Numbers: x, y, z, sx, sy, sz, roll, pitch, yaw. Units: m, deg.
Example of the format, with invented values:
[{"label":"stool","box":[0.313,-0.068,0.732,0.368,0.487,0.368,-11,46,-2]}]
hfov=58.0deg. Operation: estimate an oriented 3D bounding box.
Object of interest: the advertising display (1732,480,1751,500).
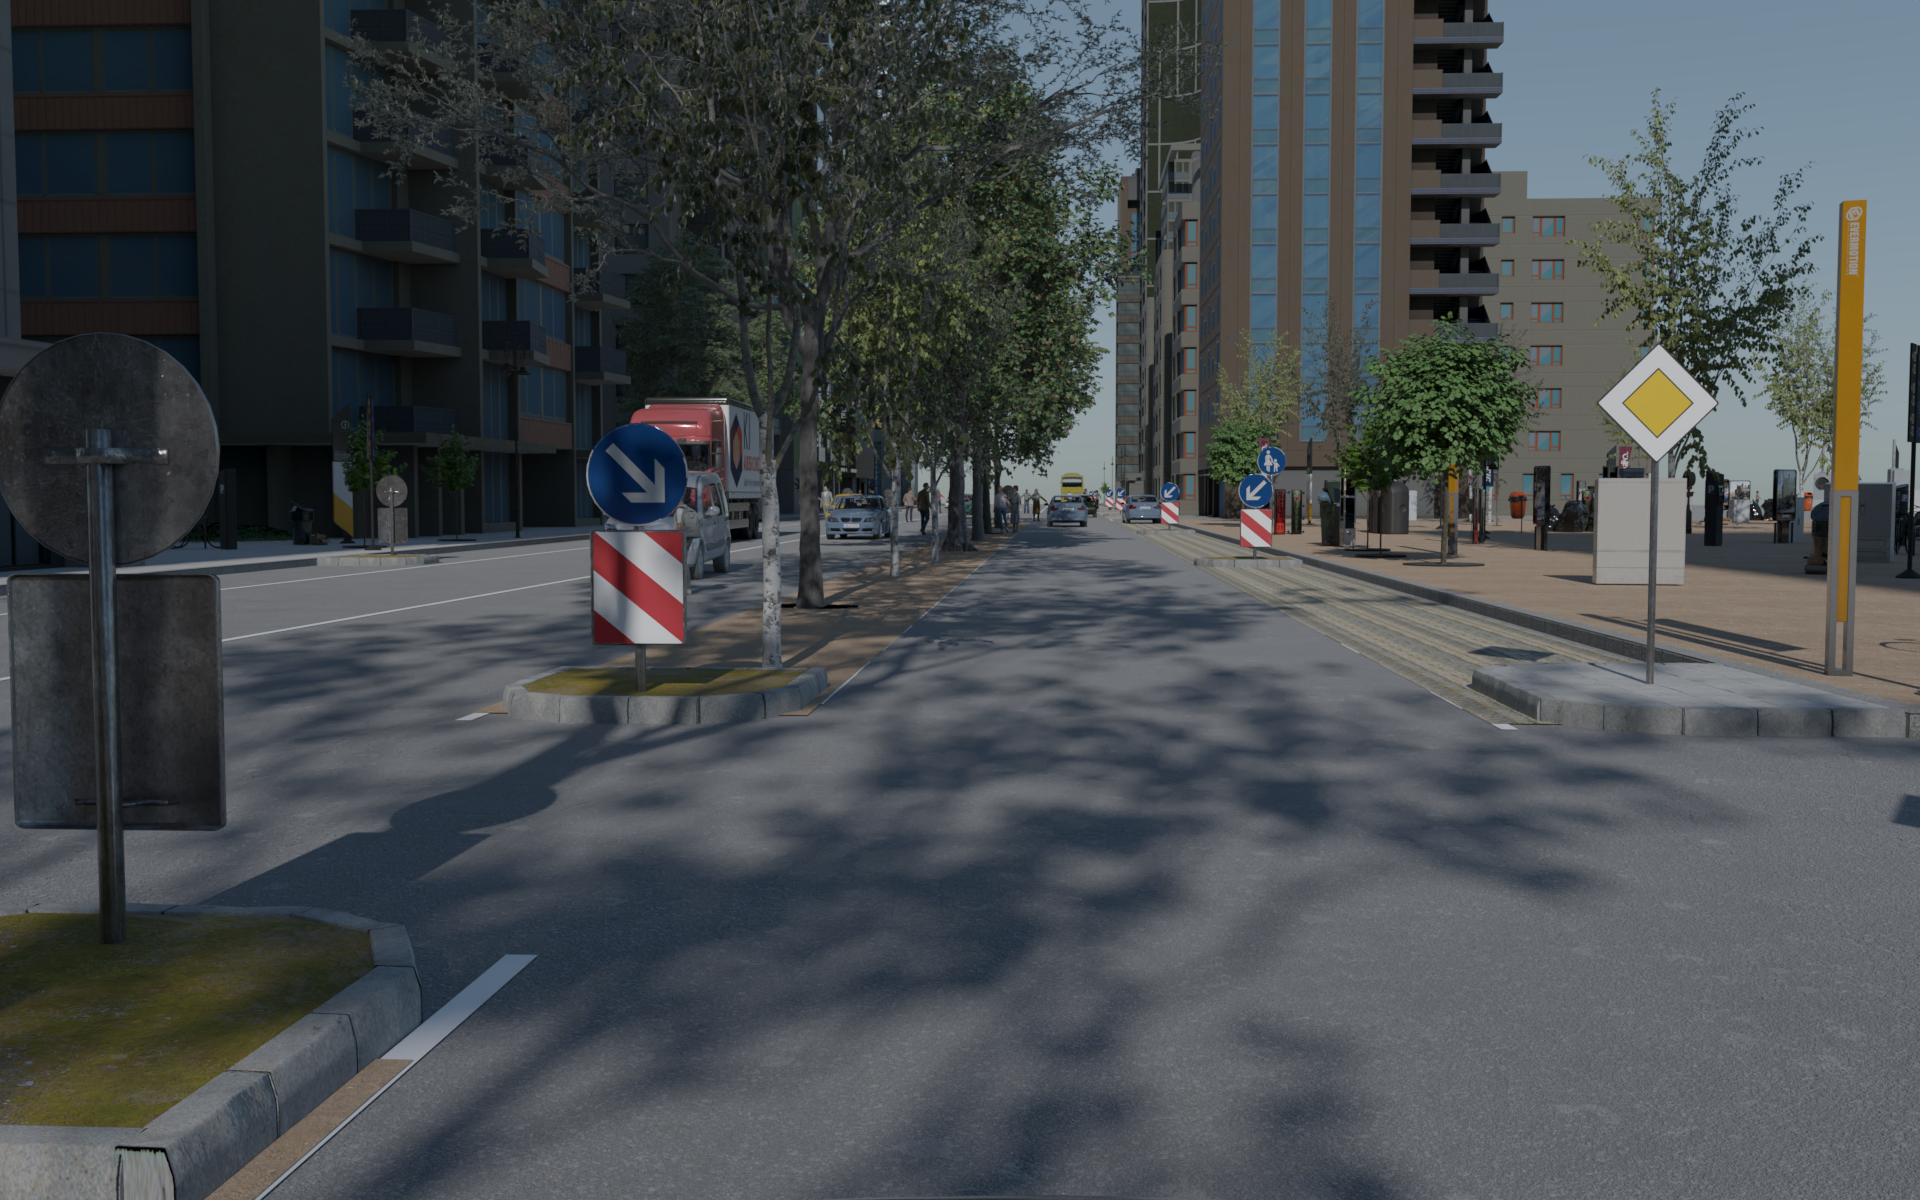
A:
[{"label":"advertising display","box":[36.888,-4.696,81.990,0.974,1.923,0.123,0,4,4]}]

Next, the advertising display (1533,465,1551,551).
[{"label":"advertising display","box":[13.235,-2.092,39.421,0.123,1.923,0.974,0,4,3]}]

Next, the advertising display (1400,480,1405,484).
[{"label":"advertising display","box":[20.236,-4.527,79.225,0.123,1.923,0.974,0,4,6]}]

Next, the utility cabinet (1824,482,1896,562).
[{"label":"utility cabinet","box":[17.011,-1.475,32.789,1.173,1.500,0.318,3,5,40]}]

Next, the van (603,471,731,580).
[{"label":"van","box":[-5.099,-1.422,30.266,2.013,2.044,4.112,0,4,2]}]

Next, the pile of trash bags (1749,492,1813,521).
[{"label":"pile of trash bags","box":[39.884,-4.537,83.932,3.447,1.369,1.912,-1,4,-17]}]

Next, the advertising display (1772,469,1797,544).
[{"label":"advertising display","box":[21.458,-2.439,45.086,0.974,1.923,0.123,-3,4,-37]}]

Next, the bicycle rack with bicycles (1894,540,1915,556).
[{"label":"bicycle rack with bicycles","box":[19.768,-1.456,37.183,2.852,0.926,2.925,3,4,36]}]

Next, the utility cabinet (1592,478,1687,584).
[{"label":"utility cabinet","box":[9.562,-0.961,24.392,1.173,1.500,0.318,1,4,10]}]

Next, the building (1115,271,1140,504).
[{"label":"building","box":[27.038,-27.616,223.218,14.160,30.474,14.107,0,4,3]}]

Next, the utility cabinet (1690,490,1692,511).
[{"label":"utility cabinet","box":[23.375,-2.949,56.893,1.173,1.500,0.318,0,4,7]}]

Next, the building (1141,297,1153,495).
[{"label":"building","box":[29.867,-18.401,145.897,27.650,21.520,28.899,0,4,3]}]

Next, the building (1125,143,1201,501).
[{"label":"building","box":[33.760,-29.962,181.763,32.217,40.220,23.993,0,4,3]}]

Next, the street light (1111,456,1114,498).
[{"label":"street light","box":[18.321,-14.411,208.404,0.468,5.910,1.993,0,4,3]}]

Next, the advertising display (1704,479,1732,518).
[{"label":"advertising display","box":[32.594,-4.242,74.578,0.974,1.923,0.123,2,4,31]}]

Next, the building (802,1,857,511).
[{"label":"building","box":[-20.793,-31.357,132.301,23.786,49.044,30.456,0,4,3]}]

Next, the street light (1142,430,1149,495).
[{"label":"street light","box":[13.406,-9.319,125.158,0.468,5.910,1.993,0,4,3]}]

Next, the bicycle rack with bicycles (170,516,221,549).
[{"label":"bicycle rack with bicycles","box":[-18.862,-1.632,40.066,2.925,0.926,2.852,1,4,12]}]

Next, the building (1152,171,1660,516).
[{"label":"building","box":[27.774,-16.595,116.360,27.650,21.520,28.899,0,4,3]}]

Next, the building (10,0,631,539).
[{"label":"building","box":[-24.734,-24.926,62.159,22.147,44.769,28.867,0,4,3]}]

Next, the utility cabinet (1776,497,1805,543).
[{"label":"utility cabinet","box":[22.074,-2.132,46.022,1.020,1.237,0.306,-3,5,-41]}]

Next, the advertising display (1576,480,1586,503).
[{"label":"advertising display","box":[29.540,-4.721,82.403,0.123,1.923,0.974,3,5,39]}]

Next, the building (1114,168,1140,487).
[{"label":"building","box":[28.620,-35.914,237.300,14.600,45.320,14.200,0,4,3]}]

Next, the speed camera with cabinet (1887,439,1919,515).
[{"label":"speed camera with cabinet","box":[33.801,-4.131,61.875,0.660,3.252,2.038,1,4,8]}]

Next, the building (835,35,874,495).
[{"label":"building","box":[-15.377,-30.845,154.422,14.600,45.320,14.200,0,4,3]}]

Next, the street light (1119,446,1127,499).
[{"label":"street light","box":[15.953,-12.139,171.256,0.468,5.910,1.993,0,4,3]}]

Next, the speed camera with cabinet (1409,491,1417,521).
[{"label":"speed camera with cabinet","box":[20.841,-5.394,82.529,0.660,3.252,2.038,-2,4,-32]}]

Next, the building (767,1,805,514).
[{"label":"building","box":[-17.791,-26.019,109.001,14.154,41.232,14.086,0,4,3]}]

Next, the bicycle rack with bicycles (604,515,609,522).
[{"label":"bicycle rack with bicycles","box":[-15.333,-4.045,79.512,2.852,0.926,2.925,1,4,18]}]

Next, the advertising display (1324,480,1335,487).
[{"label":"advertising display","box":[17.050,-4.565,79.849,0.123,1.923,0.974,3,4,37]}]

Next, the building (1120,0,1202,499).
[{"label":"building","box":[29.738,-46.863,204.461,20.563,71.187,20.611,0,4,3]}]

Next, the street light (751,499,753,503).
[{"label":"street light","box":[-10.747,-7.133,89.410,0.468,5.910,1.993,0,4,3]}]

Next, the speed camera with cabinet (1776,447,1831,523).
[{"label":"speed camera with cabinet","box":[35.743,-4.831,73.324,2.038,3.252,0.660,2,4,27]}]

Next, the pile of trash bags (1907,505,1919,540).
[{"label":"pile of trash bags","box":[28.174,-2.331,47.858,3.447,1.369,1.912,-1,4,-9]}]

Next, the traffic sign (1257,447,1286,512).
[{"label":"traffic sign","box":[8.425,-2.861,46.880,0.768,2.556,0.104,0,4,5]}]

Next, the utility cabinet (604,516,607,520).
[{"label":"utility cabinet","box":[-17.973,-4.677,85.141,1.173,1.500,0.318,0,4,7]}]

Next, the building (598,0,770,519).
[{"label":"building","box":[-18.520,-19.784,95.173,14.160,30.474,14.107,0,4,3]}]

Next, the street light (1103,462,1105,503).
[{"label":"street light","box":[20.447,-16.684,245.565,0.468,5.910,1.993,0,4,3]}]

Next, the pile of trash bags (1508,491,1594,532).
[{"label":"pile of trash bags","box":[20.154,-2.987,58.583,3.447,1.369,1.912,-1,4,-13]}]

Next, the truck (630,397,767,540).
[{"label":"truck","box":[-7.818,-3.884,52.424,2.839,4.237,11.283,0,4,2]}]

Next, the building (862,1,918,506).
[{"label":"building","box":[-16.037,-55.359,217.783,22.319,86.520,31.000,0,4,3]}]

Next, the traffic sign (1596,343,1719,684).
[{"label":"traffic sign","box":[4.653,-0.488,11.627,0.795,2.450,0.064,0,4,3]}]

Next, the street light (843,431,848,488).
[{"label":"street light","box":[-8.395,-9.448,127.261,0.468,5.910,1.993,0,4,3]}]

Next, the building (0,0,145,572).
[{"label":"building","box":[-25.045,-35.883,24.939,20.563,71.187,20.611,0,4,3]}]

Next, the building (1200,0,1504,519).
[{"label":"building","box":[20.644,-27.180,94.506,14.600,45.320,14.200,0,4,3]}]

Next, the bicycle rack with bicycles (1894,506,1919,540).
[{"label":"bicycle rack with bicycles","box":[29.228,-2.373,52.183,2.852,0.926,2.925,1,4,8]}]

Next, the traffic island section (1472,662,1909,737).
[{"label":"traffic island section","box":[4.677,0.647,11.702,2.009,0.180,2.903,0,4,3]}]
